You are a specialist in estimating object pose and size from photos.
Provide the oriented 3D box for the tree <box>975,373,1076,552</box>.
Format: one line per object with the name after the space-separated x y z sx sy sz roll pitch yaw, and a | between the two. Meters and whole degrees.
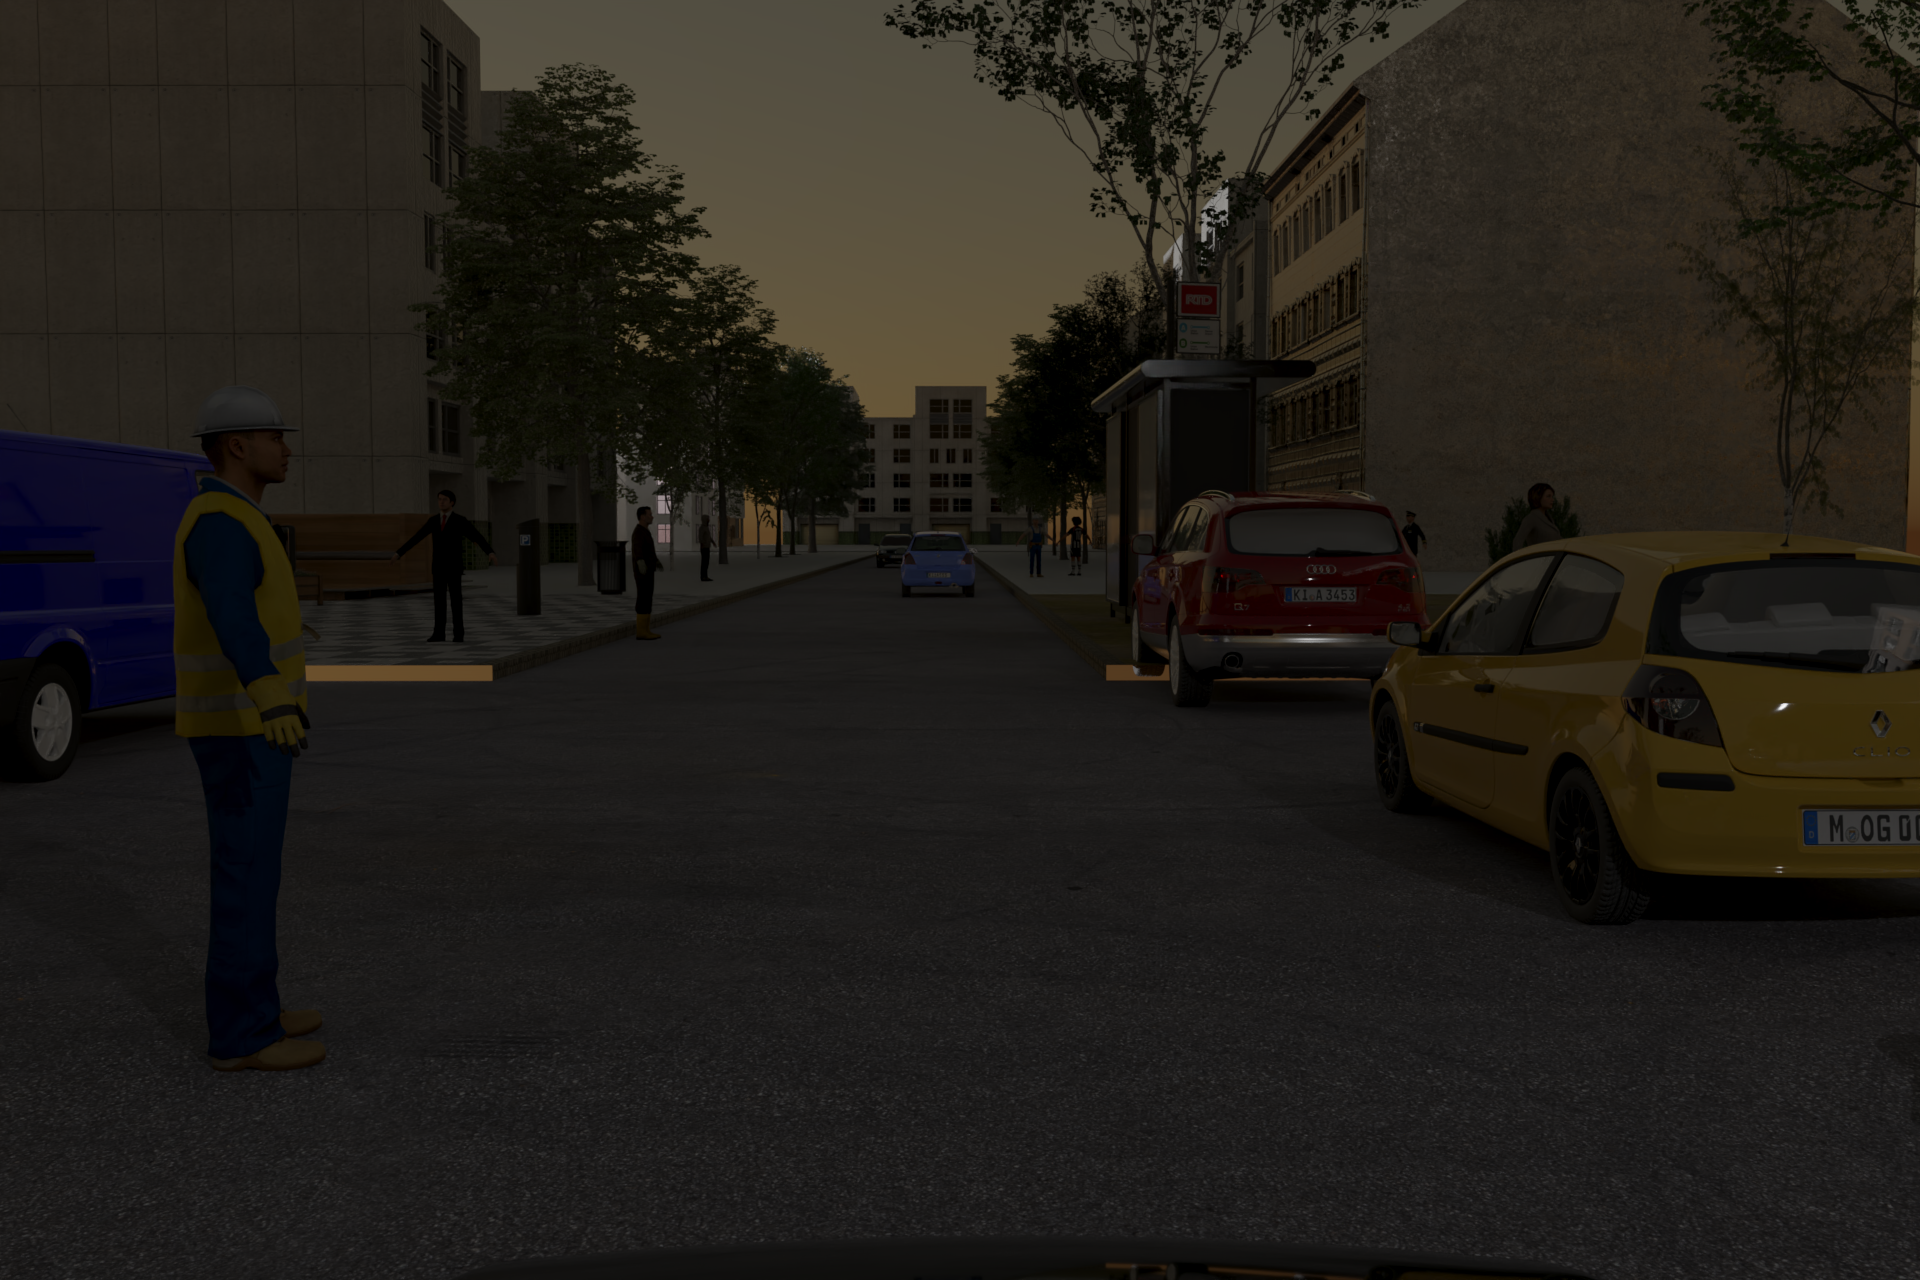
4.516 -12.480 122.182 7.486 12.596 7.792 0 3 0 | tree

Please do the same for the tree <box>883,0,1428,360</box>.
4.443 -11.406 42.376 12.611 20.169 13.585 0 3 0 | tree

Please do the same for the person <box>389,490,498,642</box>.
-6.110 -0.881 20.596 1.347 1.806 0.705 0 4 8 | person

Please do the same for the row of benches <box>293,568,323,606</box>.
-12.446 -0.857 29.480 1.422 0.672 4.104 1 4 23 | row of benches

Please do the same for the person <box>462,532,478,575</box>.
-15.661 -2.918 53.934 1.346 1.802 0.704 1 4 18 | person

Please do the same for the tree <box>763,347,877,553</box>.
-9.985 -12.894 117.475 9.857 13.997 8.962 0 3 0 | tree

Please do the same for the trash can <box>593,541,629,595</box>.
-7.389 -1.533 36.715 0.748 1.137 0.748 0 3 0 | trash can

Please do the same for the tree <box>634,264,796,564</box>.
-10.363 -9.487 73.247 7.486 12.596 7.792 0 3 0 | tree

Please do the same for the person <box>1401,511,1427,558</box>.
10.690 -2.157 41.196 0.705 1.837 1.347 -2 4 -25 | person

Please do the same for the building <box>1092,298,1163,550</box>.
20.787 -18.873 139.495 19.493 23.208 18.063 0 4 -1 | building

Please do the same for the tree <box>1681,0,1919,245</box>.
9.282 -5.439 14.682 9.928 11.665 9.643 0 3 0 | tree

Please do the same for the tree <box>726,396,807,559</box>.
-10.102 -8.455 88.598 4.737 8.622 4.395 0 3 0 | tree

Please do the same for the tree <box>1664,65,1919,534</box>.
13.236 -4.752 28.055 4.360 8.622 3.978 0 3 0 | tree

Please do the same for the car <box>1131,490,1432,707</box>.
2.774 -0.441 15.892 2.281 1.827 5.304 0 4 0 | car

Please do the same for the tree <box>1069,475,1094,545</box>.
16.032 -17.317 208.882 9.928 11.665 9.643 0 3 0 | tree

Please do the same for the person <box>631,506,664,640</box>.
-4.256 -0.914 23.545 0.704 1.812 1.346 0 4 0 | person

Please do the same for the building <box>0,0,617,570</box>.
-25.407 -12.419 69.502 16.747 18.905 31.486 0 4 0 | building

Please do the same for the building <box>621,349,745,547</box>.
-28.287 -19.536 175.828 16.016 20.090 11.380 0 4 -1 | building

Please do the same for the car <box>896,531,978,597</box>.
-0.533 -1.889 40.477 1.945 1.707 3.694 0 4 -2 | car

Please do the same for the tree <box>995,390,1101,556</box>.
5.363 -10.280 102.482 8.767 10.594 7.601 3 5 43 | tree

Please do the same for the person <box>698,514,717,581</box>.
-6.889 -2.501 47.024 0.705 1.813 1.348 0 4 8 | person

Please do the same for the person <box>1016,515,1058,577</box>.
2.252 -2.783 51.360 1.347 1.847 0.705 -1 4 -20 | person

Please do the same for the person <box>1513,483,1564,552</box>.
5.278 -0.536 15.521 1.215 1.744 0.721 -3 5 -43 | person

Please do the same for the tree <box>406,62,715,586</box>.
-9.673 -7.610 42.548 7.486 12.596 7.792 0 3 0 | tree

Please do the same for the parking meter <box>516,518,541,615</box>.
-6.851 -1.167 27.486 0.372 1.533 0.369 0 3 0 | parking meter

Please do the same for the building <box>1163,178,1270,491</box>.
21.528 -13.973 94.919 16.747 18.905 31.486 0 4 -1 | building

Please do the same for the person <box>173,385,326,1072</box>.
-1.924 0.225 4.745 0.705 1.833 1.349 -1 4 -22 | person

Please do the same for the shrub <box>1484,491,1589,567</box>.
9.306 -1.457 27.870 1.661 2.075 1.752 0 3 0 | shrub

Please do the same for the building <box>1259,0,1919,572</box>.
22.809 -14.445 67.101 19.493 23.208 18.063 0 4 0 | building

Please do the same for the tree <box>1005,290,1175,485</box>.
5.838 -7.962 64.589 8.767 10.594 7.601 0 4 4 | tree

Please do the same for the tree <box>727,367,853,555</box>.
-10.380 -11.022 105.958 9.928 11.665 9.643 0 3 0 | tree

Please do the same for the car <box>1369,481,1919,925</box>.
3.073 0.149 7.791 2.015 1.641 3.980 0 4 -1 | car

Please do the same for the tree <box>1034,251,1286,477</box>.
6.383 -7.456 56.325 8.767 10.594 7.601 1 4 11 | tree

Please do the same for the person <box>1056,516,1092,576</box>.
3.555 -2.887 53.341 1.345 1.843 0.704 -2 4 -30 | person

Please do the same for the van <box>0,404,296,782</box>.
-6.193 -0.444 11.649 2.240 2.365 5.245 0 4 -1 | van

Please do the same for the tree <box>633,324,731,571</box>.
-10.236 -6.697 59.863 4.360 8.622 3.978 0 3 0 | tree

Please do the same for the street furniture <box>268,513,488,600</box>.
-15.062 -1.882 37.633 11.010 1.723 9.812 0 4 3 | street furniture

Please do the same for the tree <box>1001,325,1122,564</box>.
5.584 -8.564 74.428 8.767 10.594 7.601 2 4 32 | tree

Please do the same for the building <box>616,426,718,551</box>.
-24.961 -12.522 146.881 9.099 9.664 28.070 0 4 0 | building

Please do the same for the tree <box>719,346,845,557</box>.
-9.861 -10.354 95.049 9.928 11.665 9.643 0 3 0 | tree

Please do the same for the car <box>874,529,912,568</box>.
-2.698 -3.971 74.710 2.009 1.686 4.222 0 4 0 | car

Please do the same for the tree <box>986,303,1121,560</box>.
5.152 -10.214 85.128 7.486 12.596 7.792 0 3 0 | tree

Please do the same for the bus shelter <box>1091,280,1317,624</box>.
3.144 -2.905 25.131 2.179 5.291 8.768 0 4 -1 | bus shelter

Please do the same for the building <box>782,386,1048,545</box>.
-5.413 -21.072 213.437 31.486 18.905 16.747 0 4 -1 | building
